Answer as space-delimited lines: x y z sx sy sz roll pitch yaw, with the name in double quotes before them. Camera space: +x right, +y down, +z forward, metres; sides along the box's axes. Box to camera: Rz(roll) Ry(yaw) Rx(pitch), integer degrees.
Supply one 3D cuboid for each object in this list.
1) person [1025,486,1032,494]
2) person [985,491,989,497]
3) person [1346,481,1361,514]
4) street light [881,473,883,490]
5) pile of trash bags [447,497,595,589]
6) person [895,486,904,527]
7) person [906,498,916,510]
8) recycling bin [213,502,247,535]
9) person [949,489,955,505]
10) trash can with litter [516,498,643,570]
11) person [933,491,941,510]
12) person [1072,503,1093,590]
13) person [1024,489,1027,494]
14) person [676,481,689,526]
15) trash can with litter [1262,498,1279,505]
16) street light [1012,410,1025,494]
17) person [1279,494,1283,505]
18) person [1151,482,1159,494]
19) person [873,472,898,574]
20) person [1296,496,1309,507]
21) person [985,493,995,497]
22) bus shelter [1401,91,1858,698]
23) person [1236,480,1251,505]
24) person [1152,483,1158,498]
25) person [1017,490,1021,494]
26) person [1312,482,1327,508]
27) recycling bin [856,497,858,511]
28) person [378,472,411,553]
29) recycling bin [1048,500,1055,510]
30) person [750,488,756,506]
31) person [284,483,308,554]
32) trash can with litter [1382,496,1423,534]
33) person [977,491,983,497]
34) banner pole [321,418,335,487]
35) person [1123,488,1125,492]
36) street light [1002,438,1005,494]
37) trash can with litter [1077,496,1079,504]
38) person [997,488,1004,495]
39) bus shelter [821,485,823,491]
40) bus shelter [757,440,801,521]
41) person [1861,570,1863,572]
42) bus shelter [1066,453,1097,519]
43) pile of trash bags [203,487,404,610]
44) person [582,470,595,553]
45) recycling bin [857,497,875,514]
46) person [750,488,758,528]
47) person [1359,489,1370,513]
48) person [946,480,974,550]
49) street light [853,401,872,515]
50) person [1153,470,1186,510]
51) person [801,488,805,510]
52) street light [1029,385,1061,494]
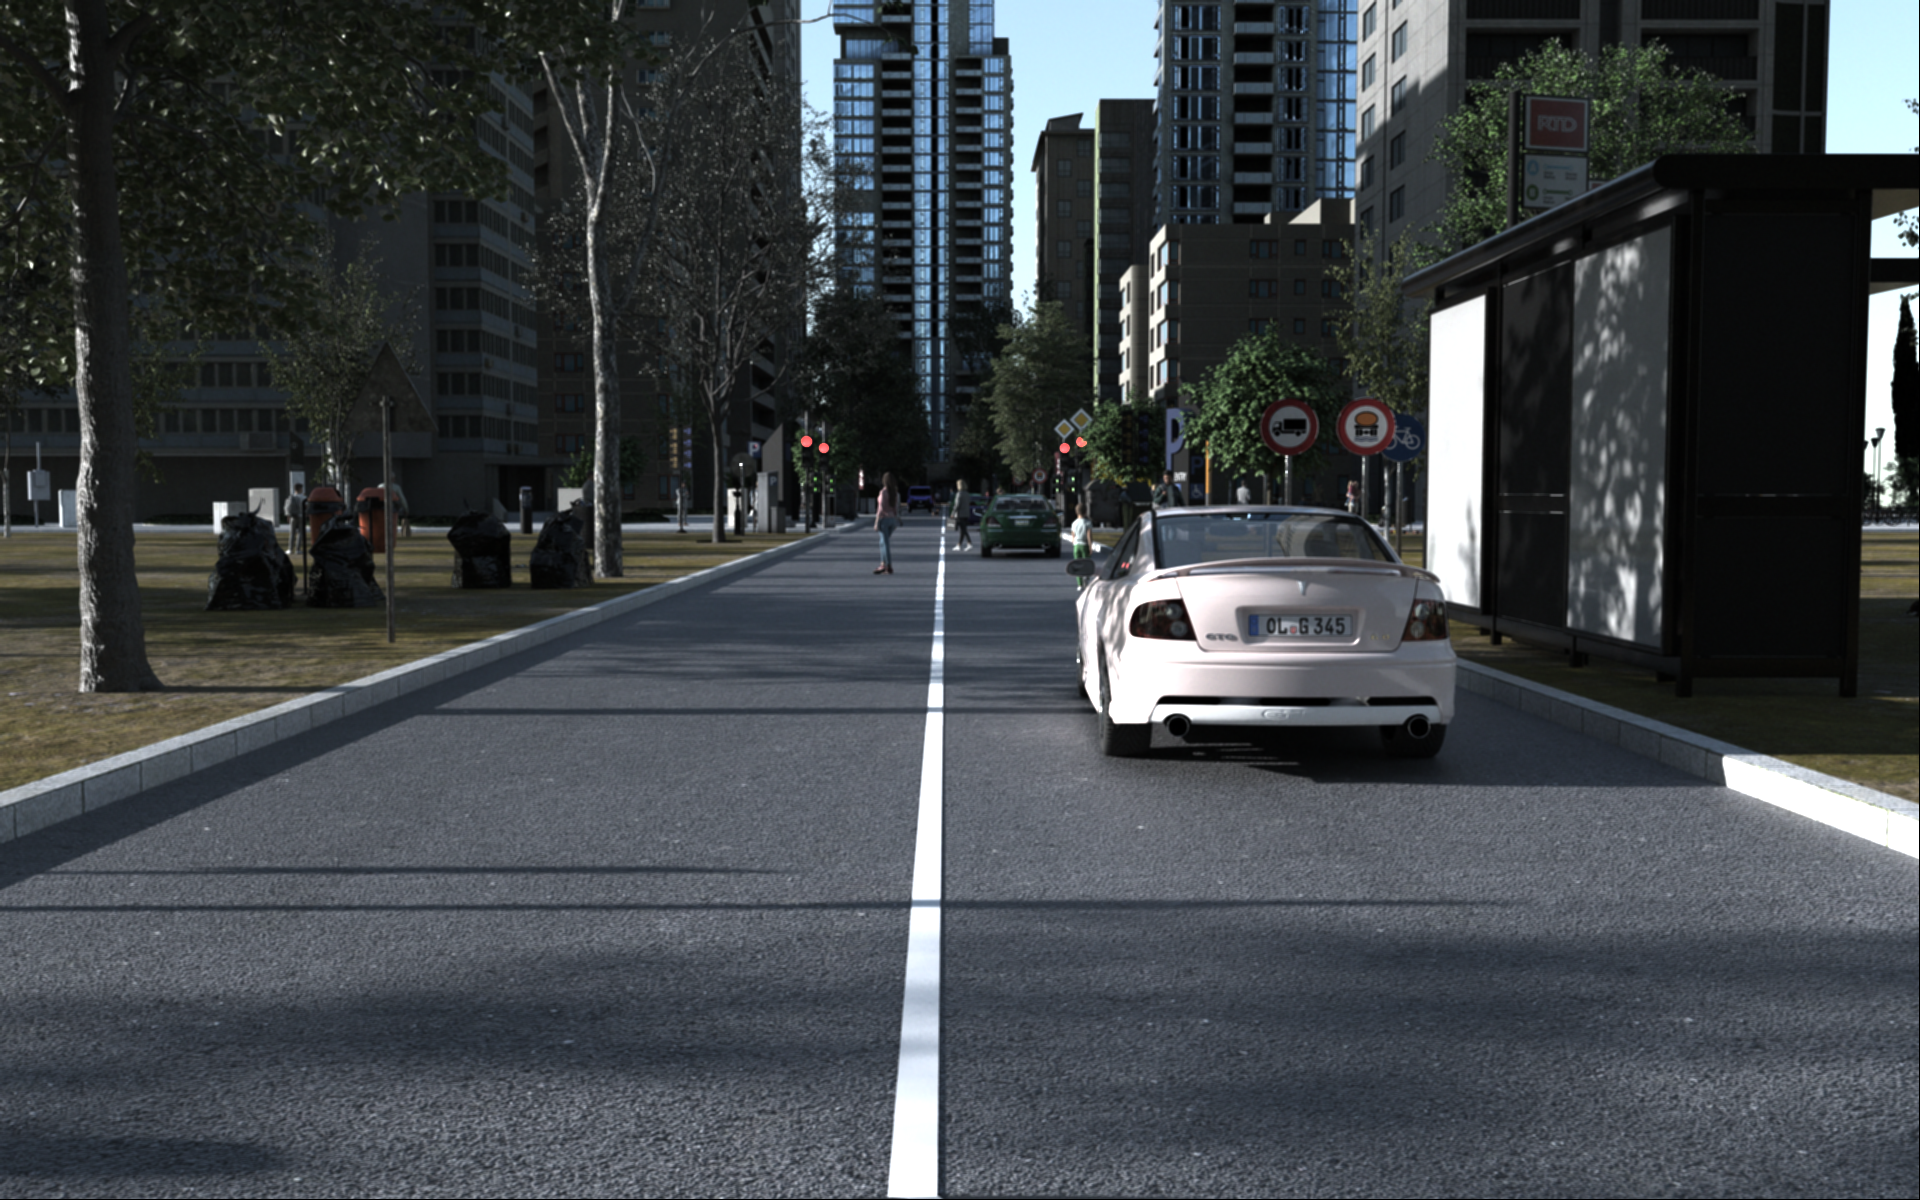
"person" 4.541 -6.666 115.127 0.850 1.850 0.679 -3 5 -40
"person" 3.545 -12.796 215.980 1.217 1.743 0.721 3 5 44
"person" 16.018 -3.951 70.623 0.573 1.828 0.580 3 5 43
"street light" -5.274 -8.303 108.295 1.470 5.913 1.316 0 4 0
"pile of trash bags" -6.775 -0.885 24.214 3.447 1.369 1.912 0 4 5
"person" -2.822 -4.117 76.171 0.624 1.780 0.694 3 5 42
"person" -4.246 -9.125 157.634 1.348 1.831 0.705 0 4 -7
"recycling bin" -22.989 -2.569 54.562 0.722 1.027 0.722 2 4 28
"person" -0.555 -7.895 137.446 0.638 1.841 0.748 -2 4 -32
"trash can with litter" -6.728 -1.161 30.042 2.233 1.210 1.678 2 4 33
"person" -2.096 -9.234 160.408 0.756 1.711 0.436 1 4 23
"person" 1.809 -0.786 25.603 0.306 1.304 0.590 0 4 1
"person" 7.837 -12.164 204.890 1.348 1.831 0.705 2 4 29
"person" -11.260 -3.933 70.535 0.466 1.800 0.511 3 4 39
"trash can with litter" 9.393 -2.592 53.763 0.624 1.170 1.055 -3 5 -44
"street light" 3.554 -7.527 95.607 1.470 5.913 1.316 0 4 0
"person" 18.822 -5.594 101.758 0.590 1.304 0.306 -3 5 -41
"person" 8.840 -4.455 78.730 0.661 1.843 0.795 -3 4 -36
"person" -1.310 -1.379 31.058 0.388 1.821 0.555 2 4 27
"person" 20.181 -5.549 102.262 1.012 1.151 0.738 1 4 23
"person" 3.571 -12.071 204.124 1.217 1.735 0.721 -1 4 -15
"bus shelter" 5.307 -2.287 15.026 2.179 5.291 8.768 0 4 0
"person" 10.588 -3.562 64.482 0.606 1.804 0.583 2 4 32
"person" 7.025 -3.066 58.845 1.509 1.804 0.699 -1 4 -15
"person" 4.931 -8.732 148.820 1.348 1.822 0.705 -2 4 -33
"person" 17.258 -4.718 83.091 0.656 1.842 0.836 -1 4 -18
"recycling bin" -7.703 -7.211 130.461 0.722 1.027 0.722 -2 4 -27
"person" -12.347 -1.906 37.684 0.782 1.767 0.515 0 4 -8
"recycling bin" 4.242 -3.897 76.262 0.722 1.027 0.722 0 4 -5
"person" -16.297 -7.968 136.590 0.793 1.790 0.793 1 4 14
"person" -14.215 -1.739 37.064 0.503 1.515 0.523 -3 4 -37
"trash can with litter" 14.573 -2.723 55.585 2.233 1.210 1.678 2 4 35
"person" 1.532 -8.397 146.519 1.217 1.735 0.721 0 4 -4
"banner pole" -20.377 -4.025 55.821 0.863 3.779 0.401 3 5 40
"person" 12.012 -7.257 125.527 0.643 1.720 0.563 -1 4 -11
"street light" 3.261 -8.879 117.715 1.470 5.913 1.316 0 4 0
"trash can with litter" 5.936 -4.189 79.544 2.233 1.210 1.678 -1 4 -11
"person" 1.127 -2.355 48.808 0.330 1.601 0.589 2 4 30
"bus shelter" -8.512 -8.216 111.964 2.179 5.291 8.768 0 4 -1
"bus shelter" -7.980 -5.308 78.063 1.731 3.624 6.357 0 4 -1
"person" 14.726 -1.377 28.656 0.391 1.810 0.635 2 4 23
"bus shelter" 6.311 -5.733 87.653 2.014 3.302 5.546 0 4 0
"pile of trash bags" -7.840 -0.673 20.760 1.912 1.369 3.447 -1 4 -12
"person" -7.992 -1.930 37.708 0.767 1.812 0.694 -1 4 -20
"recycling bin" -5.889 -5.997 110.600 0.722 1.027 0.722 -3 4 -38
"person" -7.473 -3.561 64.618 0.694 1.780 0.624 -1 4 -17
"person" 21.503 -5.247 91.933 0.635 1.810 0.391 2 4 25
"person" 0.028 -2.162 44.029 0.728 1.800 0.709 3 4 37
"street light" -5.112 -6.969 86.488 1.470 5.913 1.316 0 4 0
"person" 4.319 -1.802 35.849 0.623 1.781 0.721 -2 4 -28
"person" -12.399 -7.994 137.496 0.466 1.731 0.760 1 4 13
"street light" 3.724 -6.193 73.801 1.470 5.913 1.316 0 4 0
